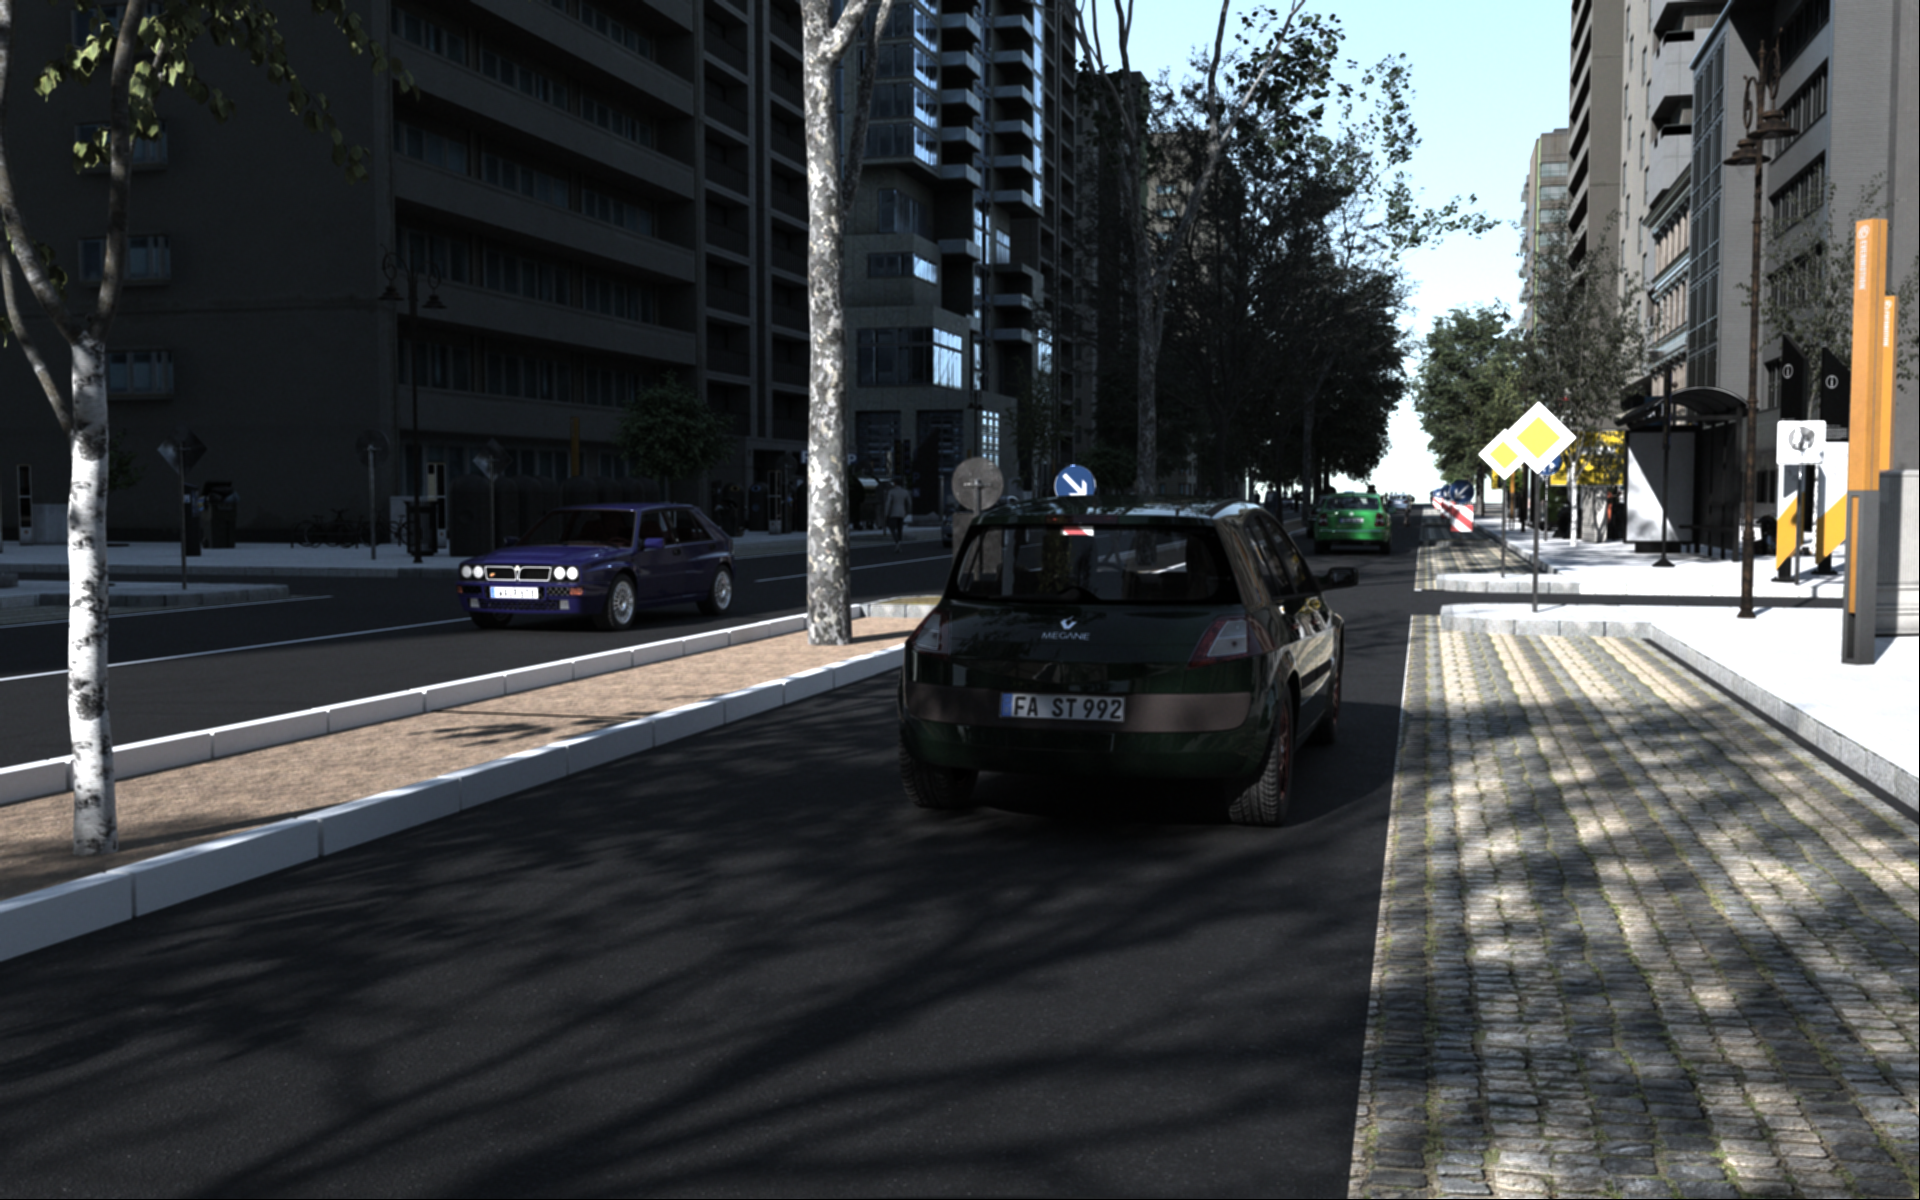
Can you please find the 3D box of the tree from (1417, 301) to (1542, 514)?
[{"bbox_3d":[34.240,-12.650,113.487,9.857,13.997,8.962,0,3,0],"label":"tree"}]

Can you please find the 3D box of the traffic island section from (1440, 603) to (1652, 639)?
[{"bbox_3d":[6.260,0.213,18.804,2.009,0.180,2.903,1,4,15],"label":"traffic island section"}]

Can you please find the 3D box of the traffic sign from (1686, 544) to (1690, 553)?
[{"bbox_3d":[15.970,-2.311,37.898,0.768,2.556,0.104,1,4,21],"label":"traffic sign"}]

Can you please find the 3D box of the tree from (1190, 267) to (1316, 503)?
[{"bbox_3d":[9.223,-6.211,54.366,4.360,8.622,3.978,0,3,0],"label":"tree"}]

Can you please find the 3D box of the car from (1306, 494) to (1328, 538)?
[{"bbox_3d":[12.629,-2.810,57.734,2.131,1.459,4.920,1,4,17],"label":"car"}]

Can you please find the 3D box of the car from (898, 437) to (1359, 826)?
[{"bbox_3d":[1.010,0.047,9.021,2.009,1.686,4.222,1,4,17],"label":"car"}]

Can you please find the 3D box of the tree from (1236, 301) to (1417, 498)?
[{"bbox_3d":[20.371,-10.799,96.021,9.611,12.733,9.660,0,3,0],"label":"tree"}]

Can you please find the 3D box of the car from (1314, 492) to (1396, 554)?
[{"bbox_3d":[9.712,-2.070,42.638,1.959,1.807,4.718,1,4,15],"label":"car"}]

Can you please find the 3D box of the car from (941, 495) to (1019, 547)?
[{"bbox_3d":[0.774,-2.199,47.954,2.014,1.417,4.499,1,4,14],"label":"car"}]

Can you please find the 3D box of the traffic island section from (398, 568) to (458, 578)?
[{"bbox_3d":[-8.371,-0.533,30.988,2.009,0.180,2.903,1,4,15],"label":"traffic island section"}]

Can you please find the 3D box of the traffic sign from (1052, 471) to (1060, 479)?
[{"bbox_3d":[5.509,-5.916,96.829,0.768,2.556,0.104,1,4,17],"label":"traffic sign"}]

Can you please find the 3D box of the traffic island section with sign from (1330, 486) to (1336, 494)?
[{"bbox_3d":[21.449,-5.646,100.448,2.006,1.907,1.989,1,4,15],"label":"traffic island section with sign"}]

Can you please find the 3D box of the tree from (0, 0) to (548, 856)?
[{"bbox_3d":[-3.415,-3.305,6.864,4.737,8.622,4.395,0,3,0],"label":"tree"}]

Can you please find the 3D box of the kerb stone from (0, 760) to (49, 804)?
[{"bbox_3d":[-4.487,0.877,7.862,0.120,0.150,1.000,1,4,15],"label":"kerb stone"}]

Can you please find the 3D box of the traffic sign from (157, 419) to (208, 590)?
[{"bbox_3d":[-10.417,-1.197,23.207,0.795,2.450,0.064,1,4,15],"label":"traffic sign"}]

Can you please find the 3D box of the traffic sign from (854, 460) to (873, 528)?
[{"bbox_3d":[-3.665,-4.006,65.605,0.768,2.556,0.104,1,4,19],"label":"traffic sign"}]

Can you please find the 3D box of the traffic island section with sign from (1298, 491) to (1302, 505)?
[{"bbox_3d":[45.962,-13.748,233.413,1.989,1.847,2.006,1,4,15],"label":"traffic island section with sign"}]

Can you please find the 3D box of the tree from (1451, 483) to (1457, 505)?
[{"bbox_3d":[59.563,-13.127,209.228,1.663,3.219,1.824,0,3,0],"label":"tree"}]

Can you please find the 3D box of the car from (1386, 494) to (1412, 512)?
[{"bbox_3d":[34.540,-7.603,136.316,2.014,1.417,4.499,1,4,17],"label":"car"}]

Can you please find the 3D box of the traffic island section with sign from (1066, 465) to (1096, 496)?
[{"bbox_3d":[1.978,-1.207,27.867,2.006,1.907,1.989,1,4,15],"label":"traffic island section with sign"}]

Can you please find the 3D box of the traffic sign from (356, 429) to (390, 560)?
[{"bbox_3d":[-11.463,-2.059,33.777,0.768,2.556,0.104,1,4,17],"label":"traffic sign"}]

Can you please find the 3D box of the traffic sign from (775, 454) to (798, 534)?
[{"bbox_3d":[-5.591,-3.398,55.658,0.768,2.556,0.104,1,4,17],"label":"traffic sign"}]

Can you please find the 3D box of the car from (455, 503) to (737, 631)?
[{"bbox_3d":[-3.981,-0.421,19.468,1.945,1.354,3.894,1,4,17],"label":"car"}]

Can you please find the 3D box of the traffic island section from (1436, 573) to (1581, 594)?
[{"bbox_3d":[8.330,-0.259,26.517,2.009,0.180,2.903,1,4,15],"label":"traffic island section"}]

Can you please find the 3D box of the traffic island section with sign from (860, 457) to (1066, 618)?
[{"bbox_3d":[0.048,-0.769,20.714,2.006,1.907,1.989,1,4,15],"label":"traffic island section with sign"}]

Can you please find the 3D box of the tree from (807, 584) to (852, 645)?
[{"bbox_3d":[-0.288,-9.565,14.742,12.611,20.169,13.585,0,3,0],"label":"tree"}]

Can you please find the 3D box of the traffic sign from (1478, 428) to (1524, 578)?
[{"bbox_3d":[8.305,-1.395,26.447,0.795,2.450,0.064,1,4,15],"label":"traffic sign"}]

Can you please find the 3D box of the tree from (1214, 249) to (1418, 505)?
[{"bbox_3d":[17.820,-10.802,85.721,9.857,13.997,8.962,0,3,0],"label":"tree"}]

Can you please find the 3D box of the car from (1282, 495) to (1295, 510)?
[{"bbox_3d":[30.167,-9.060,160.711,1.945,1.354,3.894,1,4,14],"label":"car"}]

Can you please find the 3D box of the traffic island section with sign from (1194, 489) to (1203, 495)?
[{"bbox_3d":[17.565,-7.276,127.585,1.989,1.847,2.006,1,4,15],"label":"traffic island section with sign"}]

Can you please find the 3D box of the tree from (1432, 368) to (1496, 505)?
[{"bbox_3d":[45.886,-14.452,154.422,7.486,12.596,7.792,0,3,0],"label":"tree"}]

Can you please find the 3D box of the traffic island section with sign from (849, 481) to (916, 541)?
[{"bbox_3d":[-2.424,-2.721,53.113,1.989,1.847,2.006,1,4,15],"label":"traffic island section with sign"}]

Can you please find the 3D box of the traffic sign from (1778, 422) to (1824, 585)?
[{"bbox_3d":[11.796,-1.359,24.345,0.606,2.300,0.079,1,4,20],"label":"traffic sign"}]

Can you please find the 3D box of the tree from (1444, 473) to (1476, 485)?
[{"bbox_3d":[47.559,-11.072,164.733,4.285,4.588,4.351,0,3,0],"label":"tree"}]

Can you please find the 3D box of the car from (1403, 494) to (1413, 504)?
[{"bbox_3d":[41.098,-9.221,160.983,2.015,1.641,3.980,1,4,14],"label":"car"}]

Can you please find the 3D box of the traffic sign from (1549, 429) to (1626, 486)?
[{"bbox_3d":[19.865,-3.732,54.897,2.265,3.308,0.079,1,4,22],"label":"traffic sign"}]

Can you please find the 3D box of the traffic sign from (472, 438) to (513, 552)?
[{"bbox_3d":[-8.346,-1.668,30.920,0.795,2.450,0.064,1,4,15],"label":"traffic sign"}]

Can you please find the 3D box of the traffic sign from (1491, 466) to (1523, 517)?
[{"bbox_3d":[30.297,-6.182,94.942,2.265,3.308,0.079,1,4,18],"label":"traffic sign"}]

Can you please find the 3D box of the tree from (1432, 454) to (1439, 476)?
[{"bbox_3d":[42.479,-11.812,143.493,4.737,8.622,4.395,0,3,0],"label":"tree"}]

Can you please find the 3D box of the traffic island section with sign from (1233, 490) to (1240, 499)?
[{"bbox_3d":[24.555,-8.872,153.681,1.989,1.847,2.006,1,4,15],"label":"traffic island section with sign"}]

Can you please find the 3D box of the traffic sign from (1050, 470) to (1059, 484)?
[{"bbox_3d":[5.298,-5.771,94.352,0.884,2.594,0.081,1,4,18],"label":"traffic sign"}]

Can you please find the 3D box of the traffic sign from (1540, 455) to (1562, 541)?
[{"bbox_3d":[16.010,-2.885,47.272,0.768,2.556,0.104,1,4,16],"label":"traffic sign"}]

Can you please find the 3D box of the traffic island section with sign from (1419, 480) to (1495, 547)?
[{"bbox_3d":[13.744,-2.402,47.897,1.989,1.847,2.006,1,4,15],"label":"traffic island section with sign"}]

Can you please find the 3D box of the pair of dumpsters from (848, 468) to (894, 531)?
[{"bbox_3d":[-3.481,-3.649,62.151,1.574,2.255,4.437,1,4,15],"label":"pair of dumpsters"}]

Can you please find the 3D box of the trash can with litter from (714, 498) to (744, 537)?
[{"bbox_3d":[-6.868,-2.467,51.724,0.624,1.170,1.055,1,4,14],"label":"trash can with litter"}]

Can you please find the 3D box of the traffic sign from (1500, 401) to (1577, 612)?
[{"bbox_3d":[6.235,-0.923,18.734,0.795,2.450,0.064,1,4,15],"label":"traffic sign"}]

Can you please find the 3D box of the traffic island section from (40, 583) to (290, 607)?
[{"bbox_3d":[-10.441,-0.061,23.275,2.009,0.180,2.903,1,4,15],"label":"traffic island section"}]

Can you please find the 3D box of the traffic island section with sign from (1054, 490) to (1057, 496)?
[{"bbox_3d":[4.562,-4.313,79.150,1.989,1.847,2.006,1,4,15],"label":"traffic island section with sign"}]

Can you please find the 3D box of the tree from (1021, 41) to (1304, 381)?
[{"bbox_3d":[6.983,-8.161,46.255,12.009,13.543,11.850,0,3,0],"label":"tree"}]

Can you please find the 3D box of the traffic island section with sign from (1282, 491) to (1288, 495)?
[{"bbox_3d":[38.987,-12.156,207.372,1.989,1.847,2.006,1,4,15],"label":"traffic island section with sign"}]
